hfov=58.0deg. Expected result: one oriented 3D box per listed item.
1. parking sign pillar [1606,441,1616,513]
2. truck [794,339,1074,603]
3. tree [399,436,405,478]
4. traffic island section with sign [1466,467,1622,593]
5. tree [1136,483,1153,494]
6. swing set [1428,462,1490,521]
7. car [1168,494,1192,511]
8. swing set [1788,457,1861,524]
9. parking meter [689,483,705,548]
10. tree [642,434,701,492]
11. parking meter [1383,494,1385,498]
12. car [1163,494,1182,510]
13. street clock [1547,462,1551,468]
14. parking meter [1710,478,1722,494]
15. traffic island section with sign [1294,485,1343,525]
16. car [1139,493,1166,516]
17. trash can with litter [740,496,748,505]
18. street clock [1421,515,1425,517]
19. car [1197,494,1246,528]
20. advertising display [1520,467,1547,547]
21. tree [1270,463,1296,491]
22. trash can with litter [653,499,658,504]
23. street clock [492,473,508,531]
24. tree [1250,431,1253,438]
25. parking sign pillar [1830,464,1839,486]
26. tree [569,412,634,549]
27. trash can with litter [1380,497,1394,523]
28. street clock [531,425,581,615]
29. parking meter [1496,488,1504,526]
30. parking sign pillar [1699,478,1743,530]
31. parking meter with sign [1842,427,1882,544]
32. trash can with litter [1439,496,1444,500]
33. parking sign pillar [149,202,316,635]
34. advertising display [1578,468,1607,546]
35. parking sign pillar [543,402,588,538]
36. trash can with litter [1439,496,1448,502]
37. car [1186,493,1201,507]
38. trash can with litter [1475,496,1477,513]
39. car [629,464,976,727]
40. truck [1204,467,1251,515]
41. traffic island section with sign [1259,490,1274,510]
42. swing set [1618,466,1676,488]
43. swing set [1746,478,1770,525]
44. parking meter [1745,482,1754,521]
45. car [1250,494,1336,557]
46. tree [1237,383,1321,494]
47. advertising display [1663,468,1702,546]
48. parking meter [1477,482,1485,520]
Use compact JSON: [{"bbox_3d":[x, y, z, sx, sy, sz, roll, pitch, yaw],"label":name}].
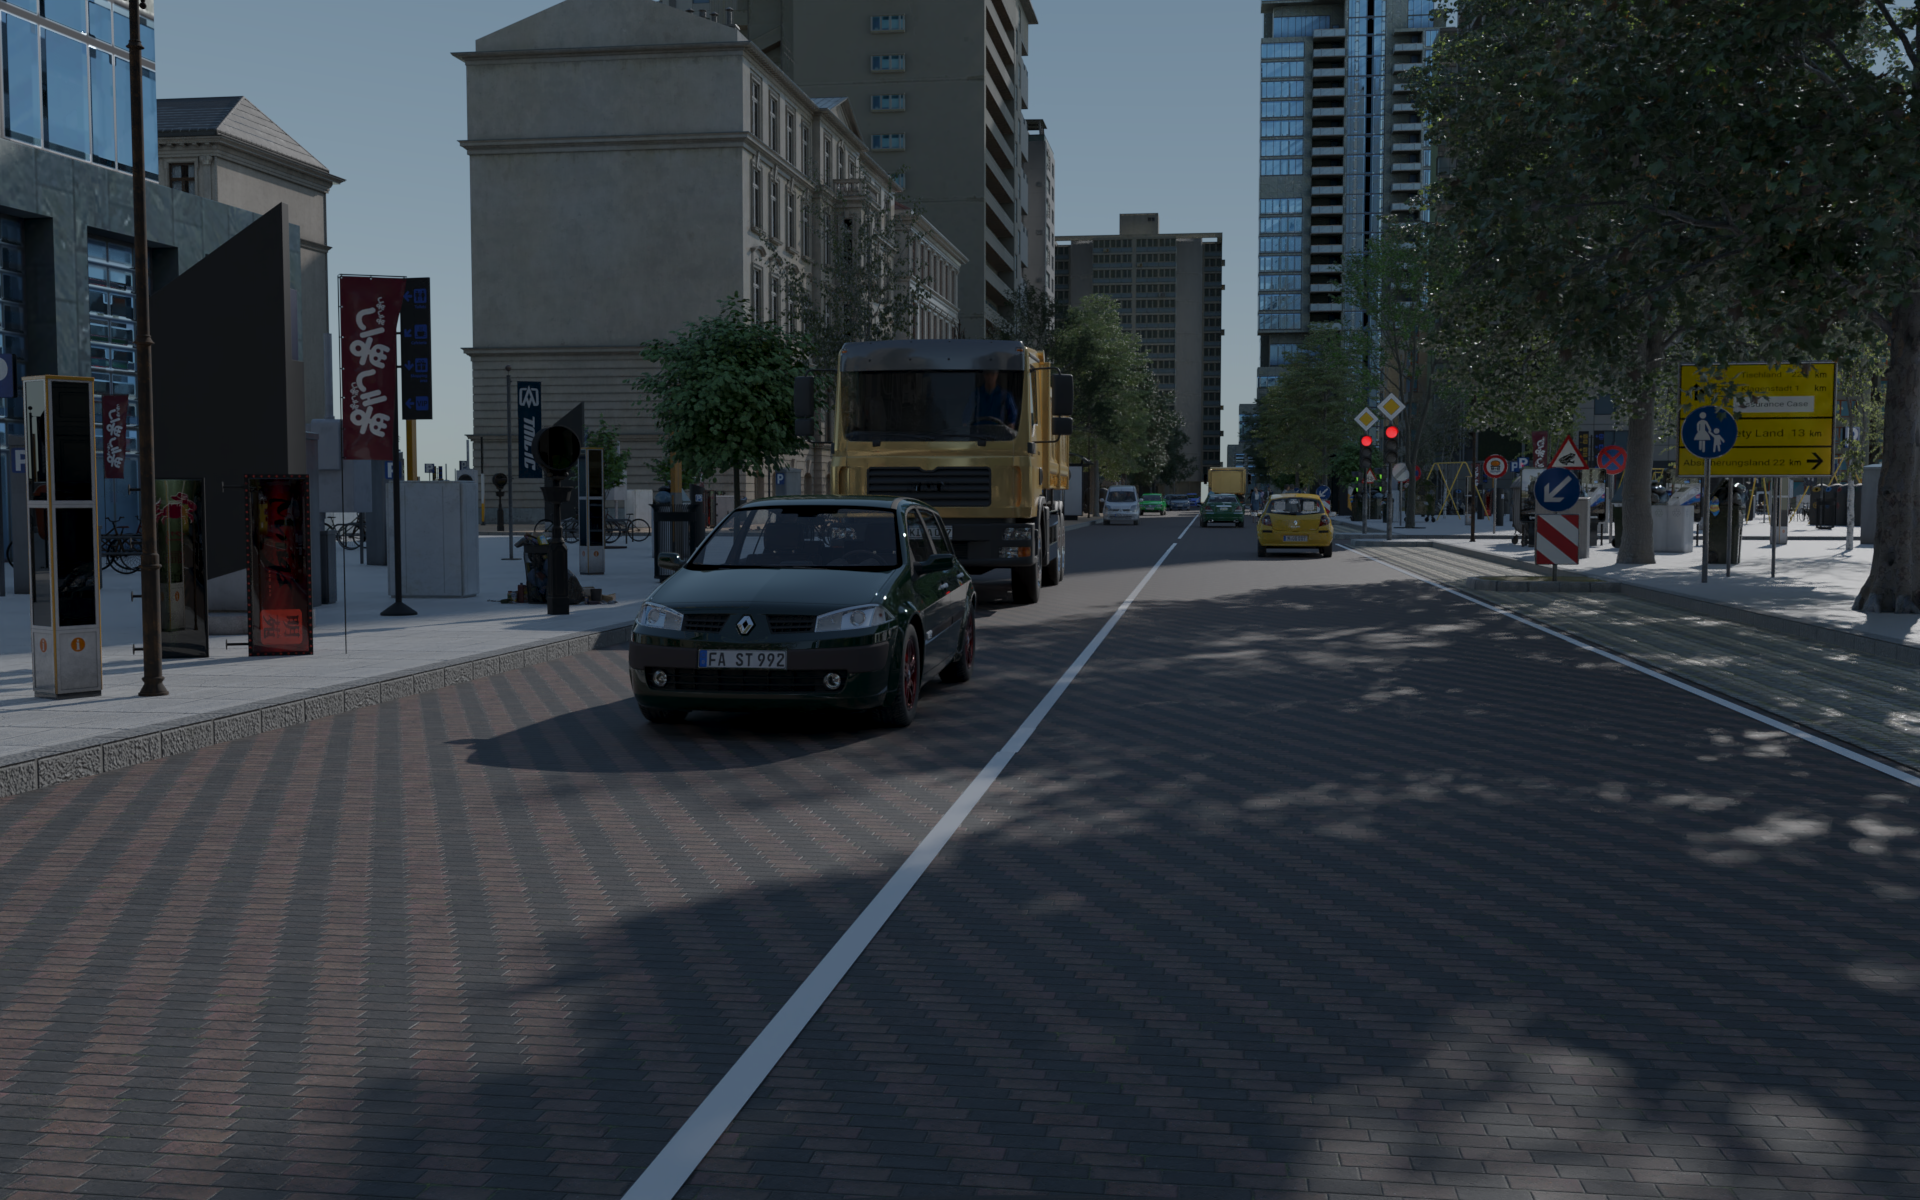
[{"bbox_3d":[32.735,-6.064,87.617,1.447,3.967,1.447,2,4,35],"label":"parking sign pillar"},{"bbox_3d":[0.064,-1.778,24.987,3.469,3.379,9.791,0,4,6],"label":"truck"},{"bbox_3d":[-15.970,-3.293,48.440,1.663,3.219,1.824,0,3,0],"label":"tree"},{"bbox_3d":[8.712,-1.065,26.040,1.989,1.847,2.006,1,4,8],"label":"traffic island section with sign"},{"bbox_3d":[20.695,-14.532,187.964,4.360,8.622,3.978,0,3,0],"label":"tree"},{"bbox_3d":[24.067,-5.368,85.395,2.862,2.851,3.119,-1,4,-13],"label":"swing set"},{"bbox_3d":[18.802,-8.335,148.274,2.014,1.417,4.499,0,4,7],"label":"car"},{"bbox_3d":[37.493,-4.684,74.198,2.862,2.851,3.119,1,4,10],"label":"swing set"},{"bbox_3d":[-6.306,-2.030,41.605,0.372,1.533,0.369,0,3,0],"label":"parking meter"},{"bbox_3d":[-7.827,-3.302,48.583,1.663,3.219,1.824,0,3,0],"label":"tree"},{"bbox_3d":[23.654,-5.516,95.900,0.399,1.863,0.255,-1,4,-22],"label":"parking meter"},{"bbox_3d":[19.174,-8.877,156.937,2.131,1.459,4.920,1,4,9],"label":"car"},{"bbox_3d":[13.590,-2.145,39.637,0.358,2.002,0.471,3,4,36],"label":"street clock"},{"bbox_3d":[19.492,-2.384,44.682,0.255,1.863,0.399,3,5,44],"label":"parking meter"},{"bbox_3d":[16.694,-4.385,80.319,1.989,1.847,2.006,1,4,8],"label":"traffic island section with sign"},{"bbox_3d":[12.918,-6.593,116.590,1.959,1.807,4.718,1,4,9],"label":"car"},{"bbox_3d":[-7.361,-3.049,60.911,1.678,1.210,2.233,2,4,24],"label":"trash can with litter"},{"bbox_3d":[25.993,-5.663,97.154,0.471,2.002,0.358,2,4,23],"label":"street clock"},{"bbox_3d":[11.437,-3.908,75.693,2.131,1.459,4.920,0,4,6],"label":"car"},{"bbox_3d":[13.849,-2.228,41.647,0.123,1.923,0.974,-2,4,-24],"label":"advertising display"},{"bbox_3d":[31.165,-10.823,160.667,4.285,4.588,4.351,0,3,0],"label":"tree"},{"bbox_3d":[-12.219,-3.614,70.482,1.055,1.170,0.624,0,4,-6],"label":"trash can with litter"},{"bbox_3d":[-15.870,-3.377,59.779,0.471,2.002,0.358,-3,4,-38],"label":"street clock"},{"bbox_3d":[28.929,-14.202,150.325,7.486,12.596,7.792,0,3,0],"label":"tree"},{"bbox_3d":[55.713,-7.458,110.413,1.447,3.967,1.447,2,4,30],"label":"parking sign pillar"},{"bbox_3d":[-8.517,-2.824,40.778,1.663,3.219,1.824,0,3,0],"label":"tree"},{"bbox_3d":[19.041,-4.029,77.254,0.624,1.170,1.055,1,4,14],"label":"trash can with litter"},{"bbox_3d":[-4.283,-0.846,18.407,0.471,2.002,0.358,-2,4,-30],"label":"street clock"},{"bbox_3d":[21.603,-3.731,69.420,0.372,1.533,0.369,0,3,0],"label":"parking meter"},{"bbox_3d":[26.977,-4.455,61.308,1.447,3.967,1.447,0,4,4],"label":"parking sign pillar"},{"bbox_3d":[23.378,-2.925,44.091,0.543,3.016,1.738,-2,4,-25],"label":"parking meter with sign"},{"bbox_3d":[32.682,-6.558,118.279,1.678,1.210,2.233,-3,4,-38],"label":"trash can with litter"},{"bbox_3d":[-6.877,-1.702,16.293,1.447,3.967,1.447,0,4,3],"label":"parking sign pillar"},{"bbox_3d":[15.589,-2.296,42.755,0.974,1.923,0.123,-2,4,-33],"label":"advertising display"},{"bbox_3d":[-11.605,-3.832,51.125,1.447,3.967,1.447,1,4,18],"label":"parking sign pillar"},{"bbox_3d":[30.751,-6.100,111.120,1.055,1.170,0.624,1,4,21],"label":"trash can with litter"},{"bbox_3d":[25.269,-10.967,188.897,1.945,1.707,3.694,0,4,7],"label":"car"},{"bbox_3d":[35.473,-6.533,117.871,2.233,1.210,1.678,0,4,1],"label":"trash can with litter"},{"bbox_3d":[-0.952,-0.135,12.001,2.009,1.686,4.222,1,4,8],"label":"car"},{"bbox_3d":[19.073,-7.813,123.665,3.469,3.379,9.791,1,4,9],"label":"truck"},{"bbox_3d":[28.019,-9.093,157.297,1.989,1.847,2.006,1,4,8],"label":"traffic island section with sign"},{"bbox_3d":[41.548,-6.589,105.349,3.119,2.851,2.862,-1,4,-19],"label":"swing set"},{"bbox_3d":[32.607,-4.645,73.565,3.119,2.851,2.862,0,4,6],"label":"swing set"},{"bbox_3d":[38.008,-4.750,83.372,0.255,1.863,0.399,0,4,1],"label":"parking meter"},{"bbox_3d":[7.852,-1.868,40.760,2.015,1.641,3.980,1,4,10],"label":"car"},{"bbox_3d":[36.380,-17.642,195.103,9.857,13.997,8.962,0,3,0],"label":"tree"},{"bbox_3d":[17.863,-2.302,42.853,0.974,1.923,0.123,0,4,-6],"label":"advertising display"},{"bbox_3d":[26.246,-4.987,87.250,0.255,1.863,0.399,3,4,37],"label":"parking meter"}]
